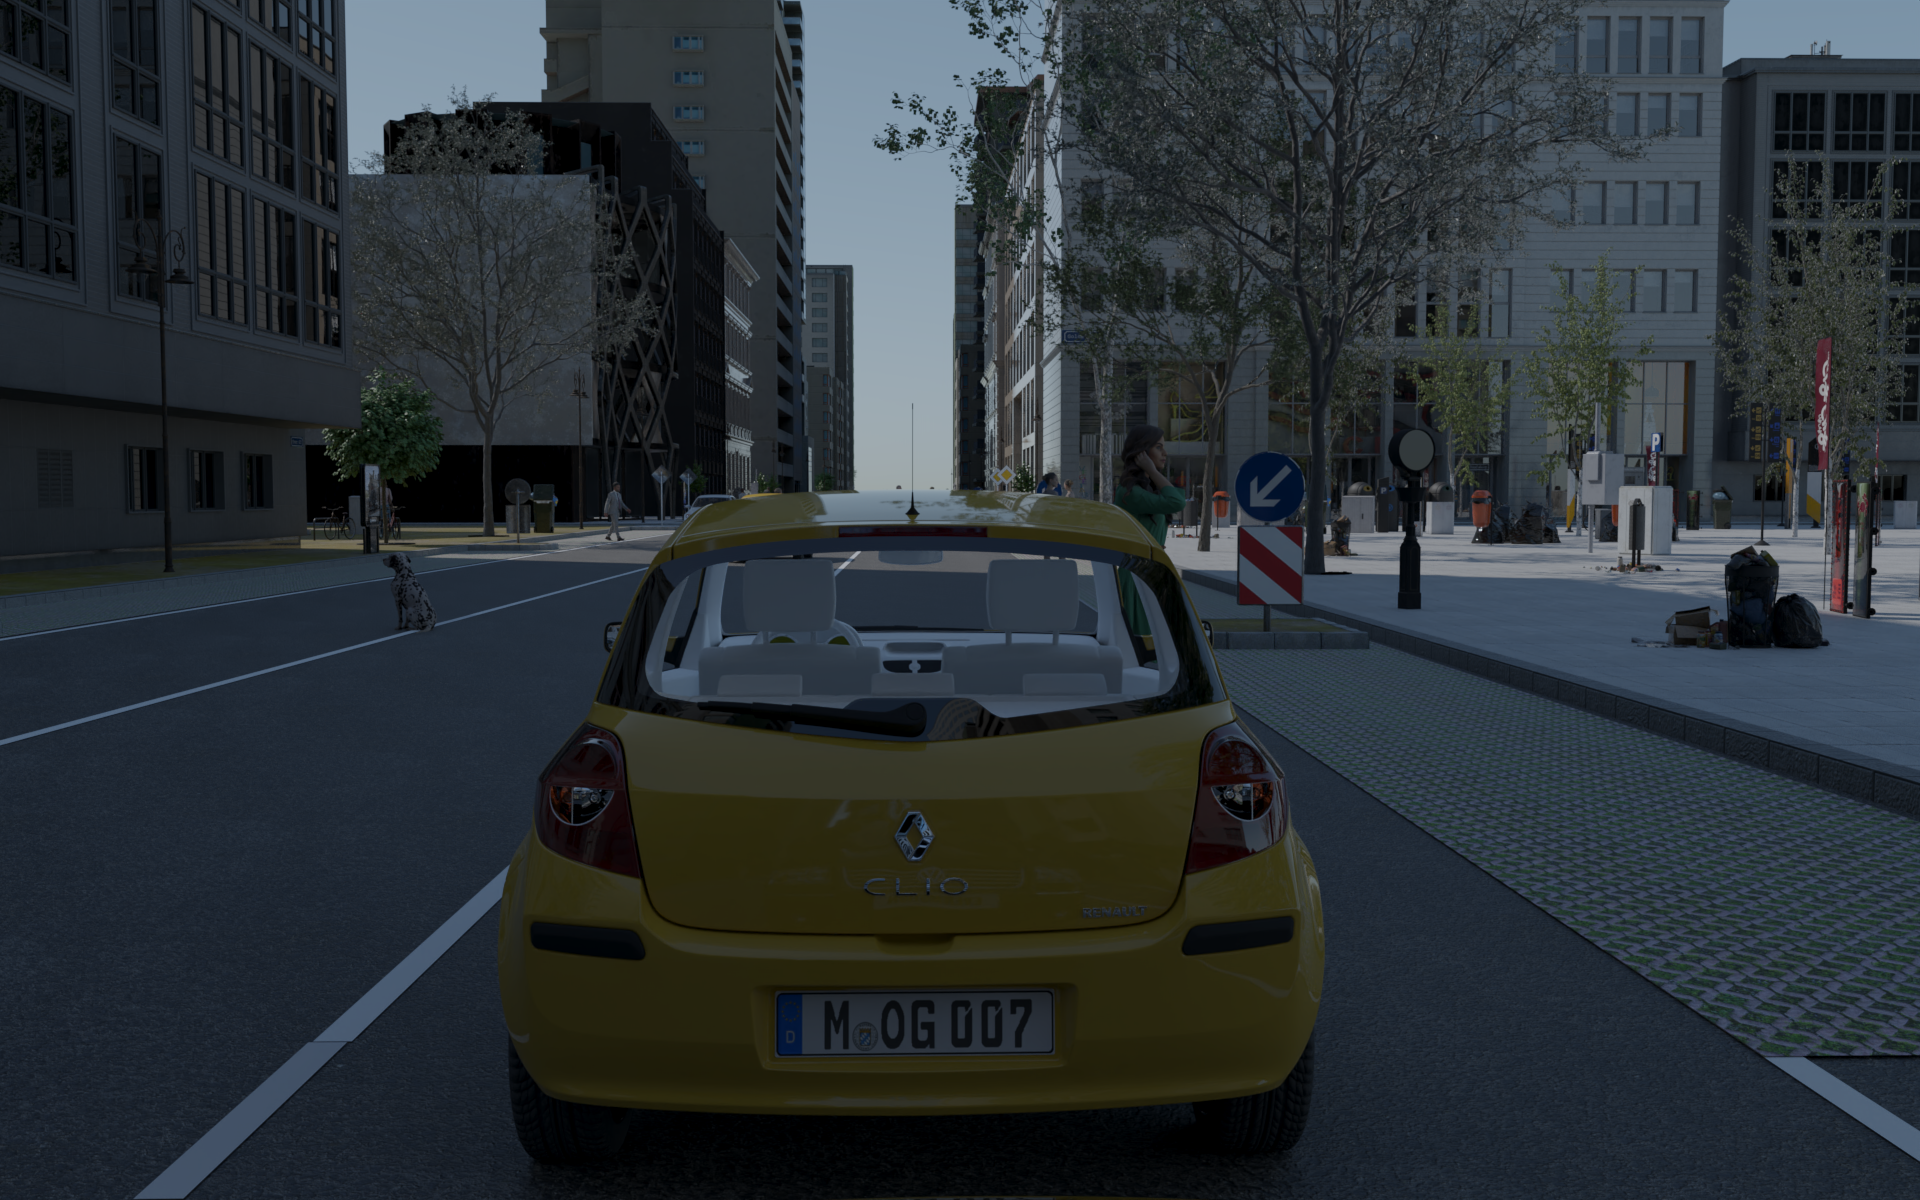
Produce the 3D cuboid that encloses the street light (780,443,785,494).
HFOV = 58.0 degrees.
[{"bbox_3d":[-15.759,-11.064,153.685,0.468,5.910,1.993,0,4,-1],"label":"street light"}]

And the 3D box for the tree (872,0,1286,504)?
[{"bbox_3d":[3.858,-12.277,56.614,12.611,20.169,13.585,0,3,0],"label":"tree"}]

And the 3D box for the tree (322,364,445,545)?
[{"bbox_3d":[-14.635,-3.691,44.070,4.285,4.588,4.351,0,3,0],"label":"tree"}]

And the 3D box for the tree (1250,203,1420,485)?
[{"bbox_3d":[9.507,-5.770,44.700,4.360,8.622,3.978,0,3,0],"label":"tree"}]

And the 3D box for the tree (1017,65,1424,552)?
[{"bbox_3d":[5.465,-6.333,37.959,8.767,10.594,7.601,-1,4,-8],"label":"tree"}]

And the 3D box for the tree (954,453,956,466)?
[{"bbox_3d":[1.034,-17.461,235.851,4.360,8.622,3.978,0,3,0],"label":"tree"}]

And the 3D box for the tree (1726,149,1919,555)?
[{"bbox_3d":[18.148,-5.256,36.292,4.360,8.622,3.978,0,3,0],"label":"tree"}]

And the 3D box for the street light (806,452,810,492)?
[{"bbox_3d":[-16.556,-13.161,187.969,0.468,5.910,1.993,0,4,-1],"label":"street light"}]

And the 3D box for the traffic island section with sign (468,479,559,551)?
[{"bbox_3d":[-11.397,-2.188,44.403,1.989,1.847,2.006,0,4,-1],"label":"traffic island section with sign"}]

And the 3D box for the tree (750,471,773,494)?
[{"bbox_3d":[-16.492,-9.041,142.429,1.663,3.219,1.824,0,3,0],"label":"tree"}]

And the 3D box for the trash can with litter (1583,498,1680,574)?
[{"bbox_3d":[11.113,-1.091,28.894,1.678,1.210,2.233,2,4,31],"label":"trash can with litter"}]

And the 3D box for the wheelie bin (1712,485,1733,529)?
[{"bbox_3d":[27.770,-3.376,63.112,0.693,1.594,0.980,1,4,18],"label":"wheelie bin"}]

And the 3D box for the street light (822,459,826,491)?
[{"bbox_3d":[-17.415,-15.278,222.589,0.468,5.910,1.993,0,4,-1],"label":"street light"}]

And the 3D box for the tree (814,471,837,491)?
[{"bbox_3d":[-17.917,-15.028,229.424,4.285,4.588,4.351,0,3,0],"label":"tree"}]

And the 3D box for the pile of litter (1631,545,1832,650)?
[{"bbox_3d":[6.567,-0.048,14.748,1.719,0.858,1.176,1,4,11],"label":"pile of litter"}]

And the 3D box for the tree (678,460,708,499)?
[{"bbox_3d":[-14.862,-6.287,97.387,1.663,3.219,1.824,0,3,0],"label":"tree"}]

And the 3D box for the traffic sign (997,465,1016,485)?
[{"bbox_3d":[1.887,-4.106,69.317,0.795,2.593,0.064,0,4,-1],"label":"traffic sign"}]

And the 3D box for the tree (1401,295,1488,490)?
[{"bbox_3d":[18.463,-6.945,63.918,4.737,8.622,4.395,0,3,0],"label":"tree"}]

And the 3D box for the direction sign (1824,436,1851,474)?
[{"bbox_3d":[34.075,-4.606,67.312,0.876,3.537,0.379,3,4,36],"label":"direction sign"}]

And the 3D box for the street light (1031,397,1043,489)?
[{"bbox_3d":[3.679,-6.727,82.778,0.468,5.910,1.993,0,4,-1],"label":"street light"}]

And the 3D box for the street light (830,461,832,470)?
[{"bbox_3d":[-17.703,-16.191,237.509,0.468,5.910,1.993,0,4,-1],"label":"street light"}]

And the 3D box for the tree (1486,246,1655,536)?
[{"bbox_3d":[18.836,-6.244,52.445,4.737,8.622,4.395,0,3,0],"label":"tree"}]

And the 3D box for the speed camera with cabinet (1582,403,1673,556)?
[{"bbox_3d":[14.247,-2.608,36.975,0.660,3.252,2.038,-2,4,-24],"label":"speed camera with cabinet"}]

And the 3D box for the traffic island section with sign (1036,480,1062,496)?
[{"bbox_3d":[2.135,-2.197,44.544,1.989,1.847,2.006,0,4,-1],"label":"traffic island section with sign"}]

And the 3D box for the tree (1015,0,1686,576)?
[{"bbox_3d":[5.740,-7.144,27.167,12.009,13.543,11.850,0,3,0],"label":"tree"}]

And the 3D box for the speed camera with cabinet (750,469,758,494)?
[{"bbox_3d":[-16.604,-8.891,139.702,0.660,3.252,2.038,0,4,-7],"label":"speed camera with cabinet"}]

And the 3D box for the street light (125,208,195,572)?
[{"bbox_3d":[-13.008,-3.396,28.307,0.468,5.910,1.993,0,4,-1],"label":"street light"}]

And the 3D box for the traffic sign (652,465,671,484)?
[{"bbox_3d":[-11.905,-4.088,69.031,0.795,2.593,0.064,0,4,-1],"label":"traffic sign"}]

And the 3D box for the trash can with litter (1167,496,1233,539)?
[{"bbox_3d":[6.932,-2.407,50.419,1.678,1.210,2.233,-3,5,-41],"label":"trash can with litter"}]

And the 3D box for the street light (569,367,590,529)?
[{"bbox_3d":[-13.810,-5.518,63.001,0.468,5.910,1.993,0,4,-1],"label":"street light"}]

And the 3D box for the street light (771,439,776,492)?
[{"bbox_3d":[-15.718,-10.608,146.222,0.468,5.910,1.993,0,4,-1],"label":"street light"}]

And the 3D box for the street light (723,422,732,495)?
[{"bbox_3d":[-14.958,-8.484,111.494,0.468,5.910,1.993,0,4,-1],"label":"street light"}]

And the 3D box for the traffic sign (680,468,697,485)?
[{"bbox_3d":[-12.082,-4.576,77.014,0.795,2.593,0.064,0,4,-1],"label":"traffic sign"}]

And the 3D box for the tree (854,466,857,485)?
[{"bbox_3d":[-20.298,-22.080,311.361,4.737,8.622,4.395,0,3,0],"label":"tree"}]

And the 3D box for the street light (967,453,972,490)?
[{"bbox_3d":[1.087,-13.468,192.985,0.468,5.910,1.993,0,4,-1],"label":"street light"}]

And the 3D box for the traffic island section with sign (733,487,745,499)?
[{"bbox_3d":[-12.607,-5.523,98.922,1.989,1.847,2.006,0,4,-1],"label":"traffic island section with sign"}]

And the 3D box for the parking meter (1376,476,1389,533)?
[{"bbox_3d":[14.008,-3.163,57.418,0.399,1.863,0.255,0,4,6],"label":"parking meter"}]

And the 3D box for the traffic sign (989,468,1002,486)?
[{"bbox_3d":[1.709,-4.594,77.300,0.795,2.593,0.064,0,4,-1],"label":"traffic sign"}]

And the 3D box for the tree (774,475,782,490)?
[{"bbox_3d":[-16.231,-9.479,149.576,1.663,3.219,1.824,0,3,0],"label":"tree"}]

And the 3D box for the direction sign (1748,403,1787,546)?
[{"bbox_3d":[19.952,-3.119,42.991,0.876,3.537,0.379,-1,4,-14],"label":"direction sign"}]

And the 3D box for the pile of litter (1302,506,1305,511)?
[{"bbox_3d":[13.801,-3.276,67.522,1.719,0.858,1.176,-3,5,-40],"label":"pile of litter"}]

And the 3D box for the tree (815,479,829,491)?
[{"bbox_3d":[-18.170,-14.169,226.260,1.663,3.219,1.824,0,3,0],"label":"tree"}]

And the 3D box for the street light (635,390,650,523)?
[{"bbox_3d":[-14.151,-6.387,77.210,0.468,5.910,1.993,0,4,-1],"label":"street light"}]

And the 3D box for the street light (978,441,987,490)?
[{"bbox_3d":[1.934,-11.371,158.702,0.468,5.910,1.993,0,4,-1],"label":"street light"}]

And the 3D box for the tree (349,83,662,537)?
[{"bbox_3d":[-14.219,-8.651,51.811,12.009,13.543,11.850,0,3,0],"label":"tree"}]

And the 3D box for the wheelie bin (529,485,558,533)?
[{"bbox_3d":[-13.762,-3.015,57.203,0.980,1.594,0.693,0,4,-6],"label":"wheelie bin"}]

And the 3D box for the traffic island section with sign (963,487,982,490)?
[{"bbox_3d":[0.902,-5.605,100.266,1.989,1.847,2.006,0,4,-1],"label":"traffic island section with sign"}]

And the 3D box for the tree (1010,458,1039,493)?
[{"bbox_3d":[3.293,-5.957,92.003,1.663,3.219,1.824,0,3,0],"label":"tree"}]

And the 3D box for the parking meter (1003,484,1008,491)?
[{"bbox_3d":[2.654,-5.845,101.282,0.255,1.863,0.399,1,4,13],"label":"parking meter"}]

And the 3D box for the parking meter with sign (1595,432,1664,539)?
[{"bbox_3d":[18.957,-3.234,49.135,1.738,3.016,0.543,0,4,-5],"label":"parking meter with sign"}]

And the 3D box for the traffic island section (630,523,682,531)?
[{"bbox_3d":[-11.928,-2.863,69.098,2.009,0.180,2.903,0,4,-1],"label":"traffic island section"}]

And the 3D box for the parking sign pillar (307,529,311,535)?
[{"bbox_3d":[-20.978,-3.997,53.824,1.447,3.967,1.447,2,4,34],"label":"parking sign pillar"}]

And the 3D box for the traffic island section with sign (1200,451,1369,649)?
[{"bbox_3d":[2.746,-0.501,16.824,1.989,1.847,2.006,0,4,-1],"label":"traffic island section with sign"}]

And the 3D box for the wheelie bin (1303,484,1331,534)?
[{"bbox_3d":[11.316,-2.897,55.280,0.980,1.594,0.693,0,4,2],"label":"wheelie bin"}]

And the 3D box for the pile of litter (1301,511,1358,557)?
[{"bbox_3d":[7.724,-1.360,36.203,1.176,0.858,1.719,1,4,13],"label":"pile of litter"}]

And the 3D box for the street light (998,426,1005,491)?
[{"bbox_3d":[2.800,-8.858,117.624,0.468,5.910,1.993,0,4,-1],"label":"street light"}]

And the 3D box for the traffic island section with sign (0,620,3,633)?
[{"bbox_3d":[-10.784,-0.524,17.203,1.989,1.847,2.006,0,4,-1],"label":"traffic island section with sign"}]
